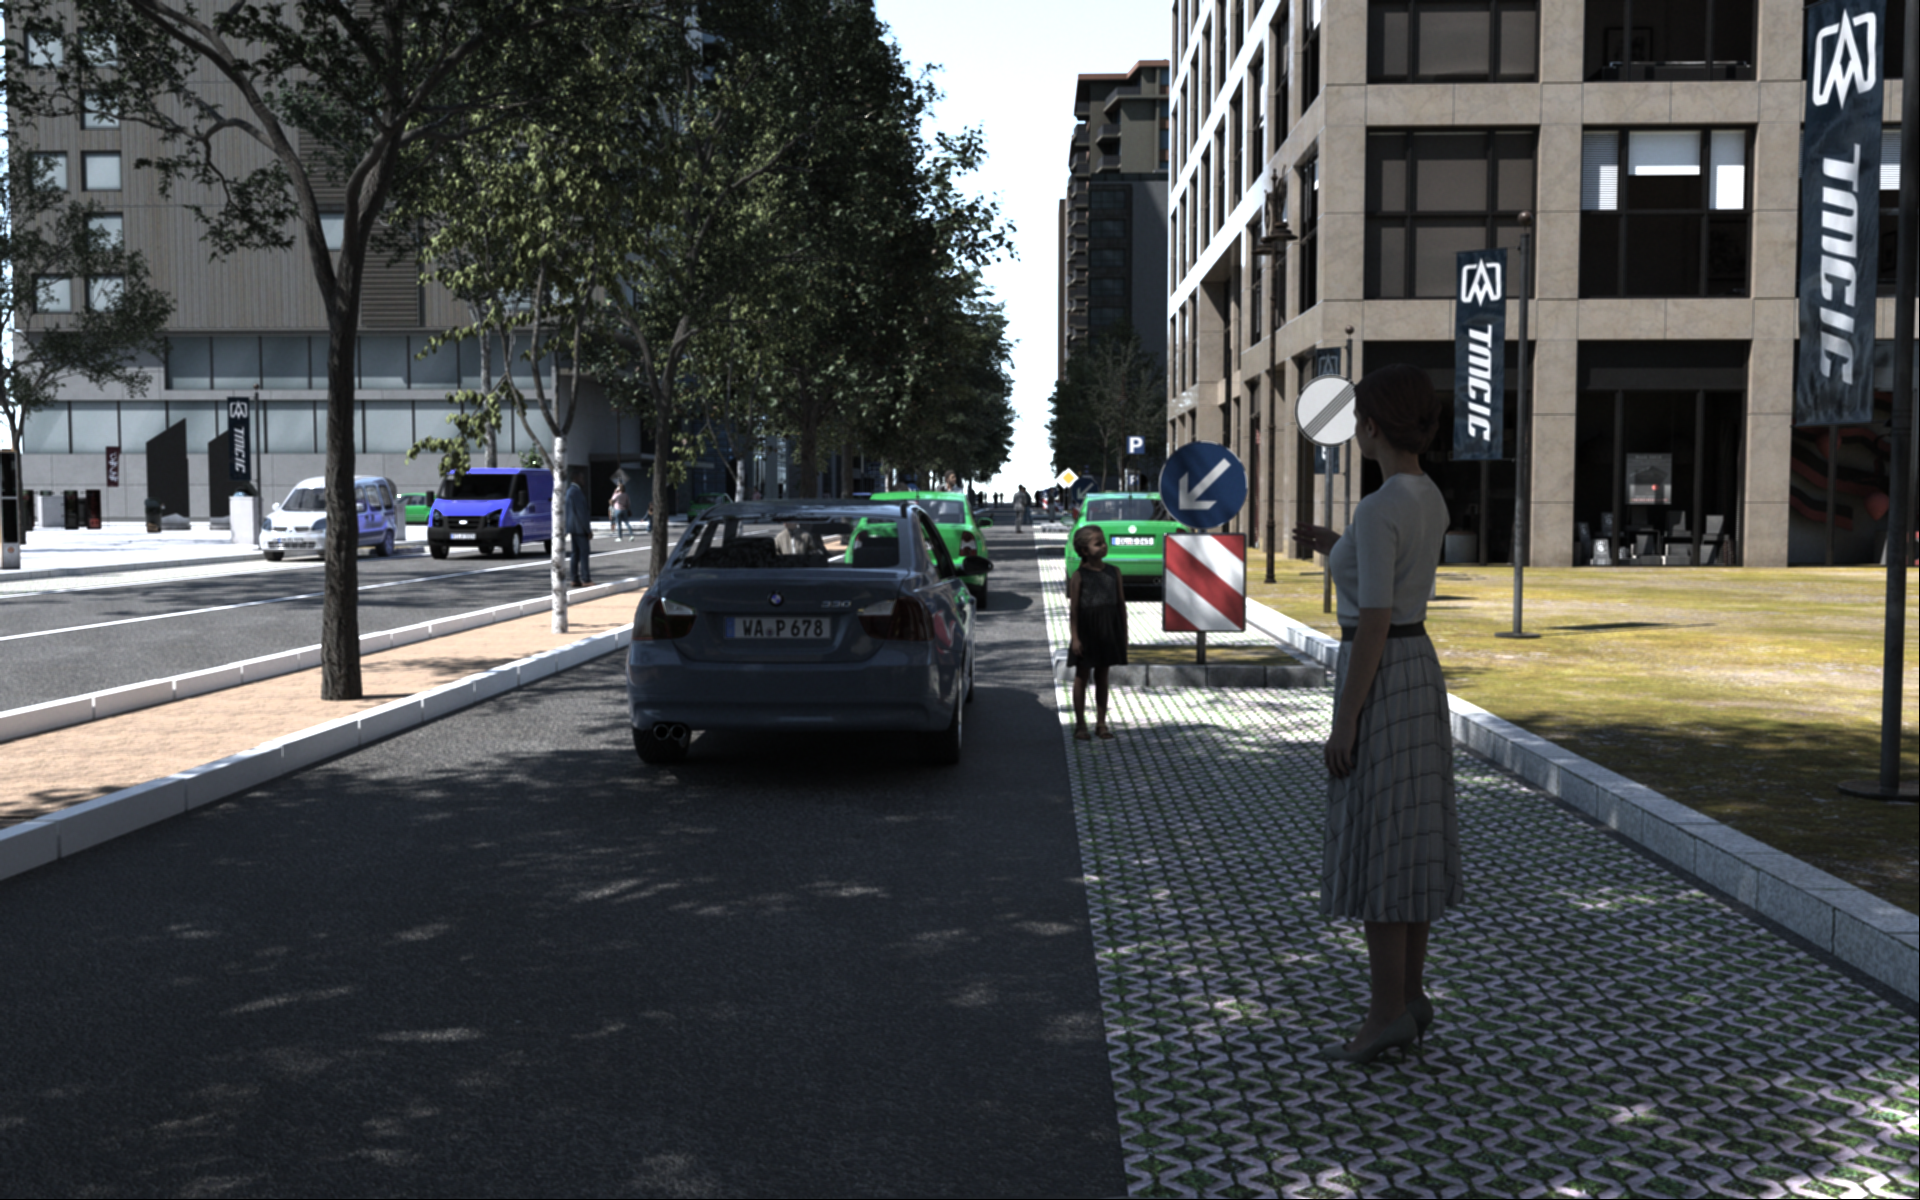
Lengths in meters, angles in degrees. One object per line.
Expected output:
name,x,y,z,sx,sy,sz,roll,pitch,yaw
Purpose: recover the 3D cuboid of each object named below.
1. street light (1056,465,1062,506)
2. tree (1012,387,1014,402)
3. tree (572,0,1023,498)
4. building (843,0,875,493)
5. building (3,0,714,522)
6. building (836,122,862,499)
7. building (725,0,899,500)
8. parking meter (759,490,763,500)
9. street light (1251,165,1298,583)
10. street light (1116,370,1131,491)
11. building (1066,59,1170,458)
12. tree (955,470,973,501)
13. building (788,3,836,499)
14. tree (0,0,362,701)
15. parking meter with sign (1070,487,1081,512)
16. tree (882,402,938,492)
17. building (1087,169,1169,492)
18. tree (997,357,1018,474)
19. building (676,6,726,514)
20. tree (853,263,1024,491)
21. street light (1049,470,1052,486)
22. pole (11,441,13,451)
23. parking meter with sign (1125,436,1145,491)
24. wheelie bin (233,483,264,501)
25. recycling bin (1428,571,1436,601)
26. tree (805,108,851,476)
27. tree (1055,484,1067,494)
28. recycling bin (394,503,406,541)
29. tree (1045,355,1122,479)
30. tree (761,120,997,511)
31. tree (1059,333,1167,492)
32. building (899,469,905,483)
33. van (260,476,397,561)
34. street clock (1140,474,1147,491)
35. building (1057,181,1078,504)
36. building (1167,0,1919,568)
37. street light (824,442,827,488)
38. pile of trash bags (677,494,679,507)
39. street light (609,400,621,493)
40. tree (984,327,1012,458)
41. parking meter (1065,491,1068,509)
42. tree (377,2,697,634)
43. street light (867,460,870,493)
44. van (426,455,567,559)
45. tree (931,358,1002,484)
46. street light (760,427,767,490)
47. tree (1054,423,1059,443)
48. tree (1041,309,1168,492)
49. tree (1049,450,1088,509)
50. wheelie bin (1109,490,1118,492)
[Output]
street light,12.558,-15.351,223.770,0.468,5.910,1.993,0,4,2
tree,-1.488,-9.336,89.505,8.767,10.594,7.601,0,4,2
tree,-3.412,-7.298,38.789,9.611,12.733,9.660,0,3,0
building,-20.989,-47.177,209.596,20.563,71.187,20.611,0,4,2
building,-28.563,-30.564,88.967,28.713,52.752,27.495,0,4,2
building,-22.407,-34.562,188.782,21.300,48.544,21.600,0,4,2
building,-19.642,-57.195,247.813,22.319,86.520,31.000,0,4,2
parking meter,-12.867,-6.291,111.275,0.372,1.533,0.369,0,3,0
street light,4.467,-3.179,24.759,0.468,5.910,1.993,0,4,2
street light,6.111,-5.637,64.960,0.468,5.910,1.993,0,4,2
building,22.731,-32.077,179.076,22.147,44.769,28.867,0,4,2
tree,0.585,-11.344,138.289,4.737,8.622,4.395,0,3,0
building,-23.777,-37.989,163.120,21.231,58.520,28.212,0,4,2
tree,-4.341,-4.558,11.386,8.767,10.594,7.601,0,4,2
parking meter with sign,8.739,-7.834,124.349,1.738,3.016,0.543,-1,4,-12
tree,-2.304,-6.286,55.597,4.360,8.622,3.978,0,3,0
building,18.596,-23.635,158.130,14.160,30.474,14.107,0,4,2
tree,0.016,-11.900,115.149,7.486,12.596,7.792,0,3,0
building,-23.877,-49.681,124.958,22.319,86.520,31.000,0,4,2
tree,-1.543,-10.447,79.920,9.857,13.997,8.962,0,3,0
street light,15.862,-20.479,307.611,0.468,5.910,1.993,0,4,2
pole,-32.806,-4.058,60.191,0.158,3.312,0.155,0,3,0
parking meter with sign,5.290,-3.456,52.769,0.543,3.016,1.738,0,4,2
wheelie bin,-20.437,-2.558,49.725,0.693,1.594,0.980,0,4,-6
recycling bin,5.269,-0.515,20.978,0.722,1.027,0.722,-1,4,-22
tree,-3.880,-4.734,30.213,4.737,8.622,4.395,0,3,0
tree,11.642,-12.626,201.041,1.663,3.219,1.824,0,3,0
recycling bin,-15.615,-2.123,47.271,0.722,1.027,0.722,-3,5,-43
tree,10.170,-13.591,140.332,7.486,12.596,7.792,0,3,0
tree,-3.034,-7.757,47.418,7.486,12.596,7.792,0,3,0
tree,7.625,-7.899,79.504,4.360,8.622,3.978,0,3,0
building,-21.168,-26.626,280.366,27.650,21.520,28.899,0,4,2
van,-13.885,-1.905,38.157,2.013,2.044,4.112,0,4,3
street clock,6.576,-3.586,63.197,0.471,2.002,0.358,-1,4,-17
building,21.293,-36.981,254.750,14.600,45.320,14.200,0,4,2
building,16.603,-14.788,46.298,19.350,26.468,34.151,0,4,2
street light,-11.665,-10.894,150.907,0.468,5.910,1.993,0,4,2
pile of trash bags,-18.647,-5.842,105.271,3.447,1.369,1.912,1,4,18
street light,-14.644,-6.213,74.363,0.468,5.910,1.993,0,4,2
tree,-2.668,-7.657,62.058,8.767,10.594,7.601,0,4,2
parking meter,9.123,-8.521,147.730,0.372,1.533,0.369,0,3,0
tree,-4.124,-3.968,17.699,4.737,8.622,4.395,0,3,0
street light,-10.159,-13.435,192.448,0.468,5.910,1.993,0,4,2
van,-10.649,-2.176,39.963,2.240,2.365,5.245,0,4,2
tree,-0.808,-10.873,105.993,9.928,11.665,9.643,0,3,0
street light,-13.047,-8.656,114.313,0.468,5.910,1.993,0,4,2
tree,8.340,-10.126,115.926,4.360,8.622,3.978,0,3,0
tree,7.470,-9.321,86.806,7.601,10.594,8.767,1,4,11
tree,9.859,-12.180,149.509,4.737,8.622,4.395,0,3,0
wheelie bin,11.546,-7.515,130.772,0.980,1.594,0.693,1,4,21
